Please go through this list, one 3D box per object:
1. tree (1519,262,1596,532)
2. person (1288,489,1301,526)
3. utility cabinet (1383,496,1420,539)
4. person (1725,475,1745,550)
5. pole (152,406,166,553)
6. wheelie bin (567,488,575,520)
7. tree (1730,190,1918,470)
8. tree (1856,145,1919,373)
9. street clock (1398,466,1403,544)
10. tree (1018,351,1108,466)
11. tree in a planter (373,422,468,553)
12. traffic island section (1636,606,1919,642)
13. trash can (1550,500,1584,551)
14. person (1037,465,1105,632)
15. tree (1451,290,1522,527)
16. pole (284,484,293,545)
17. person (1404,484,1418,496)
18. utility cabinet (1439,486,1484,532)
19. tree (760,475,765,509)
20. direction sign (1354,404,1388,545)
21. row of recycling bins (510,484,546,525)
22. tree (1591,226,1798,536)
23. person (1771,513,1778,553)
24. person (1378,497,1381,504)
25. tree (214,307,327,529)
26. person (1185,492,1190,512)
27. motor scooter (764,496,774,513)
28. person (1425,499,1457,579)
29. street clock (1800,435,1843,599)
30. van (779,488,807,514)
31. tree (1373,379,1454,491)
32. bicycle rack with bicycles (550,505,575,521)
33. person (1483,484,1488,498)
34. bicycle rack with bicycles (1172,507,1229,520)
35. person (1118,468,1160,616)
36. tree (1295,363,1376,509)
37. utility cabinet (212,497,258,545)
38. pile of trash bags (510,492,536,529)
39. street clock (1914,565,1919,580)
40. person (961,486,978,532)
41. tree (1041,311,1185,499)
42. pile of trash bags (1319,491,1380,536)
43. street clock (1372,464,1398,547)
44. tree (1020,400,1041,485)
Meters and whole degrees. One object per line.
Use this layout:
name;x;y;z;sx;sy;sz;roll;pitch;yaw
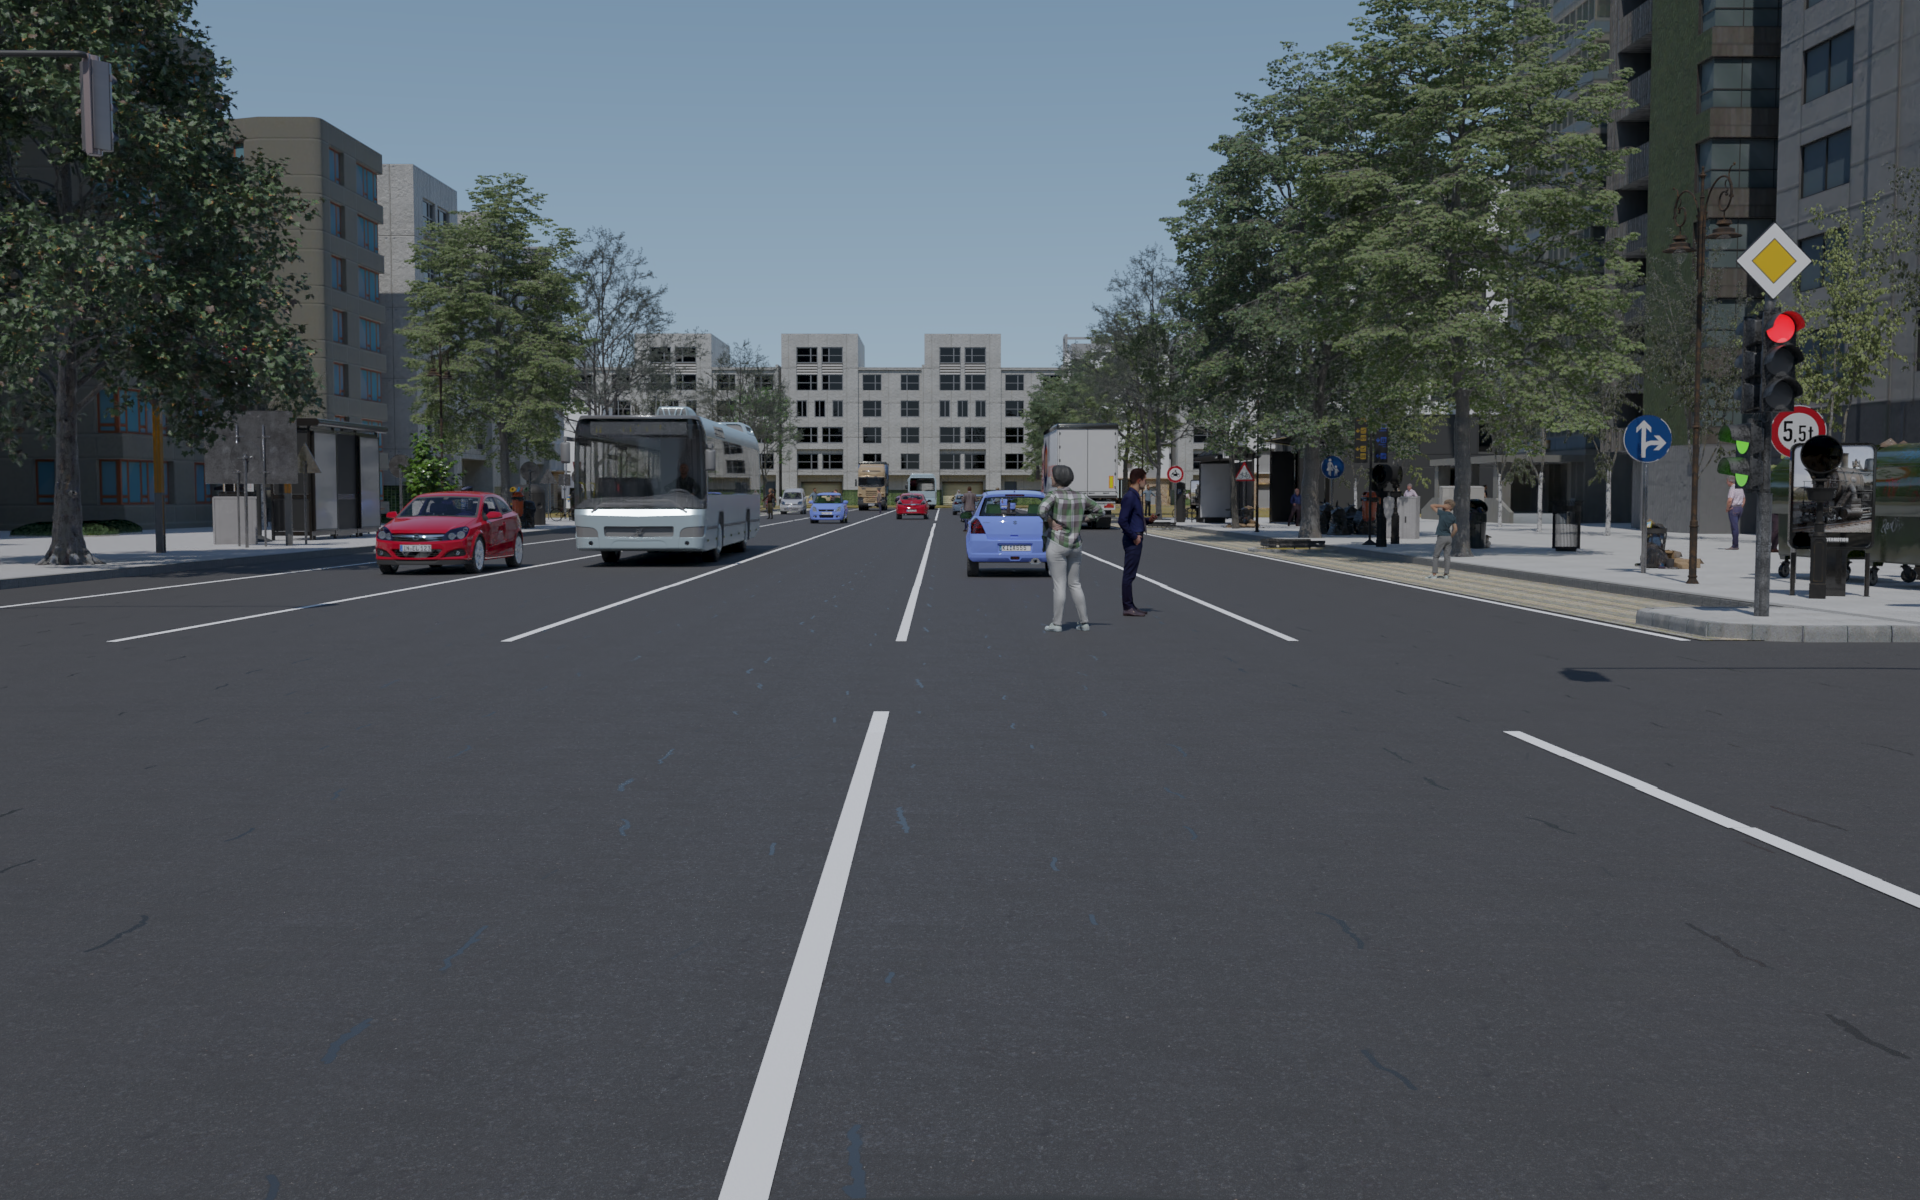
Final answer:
tree;19.630;-6.271;52.900;4.360;8.622;3.978;0;3;0
person;13.264;-3.658;68.550;0.574;1.496;0.600;1;4;11
utility cabinet;12.671;-2.361;49.768;1.020;1.237;0.306;3;4;37
person;17.724;-2.005;39.760;0.756;1.711;0.436;-2;4;-33
pole;-17.415;-2.680;37.656;0.158;3.312;0.155;0;3;0
wheelie bin;-18.721;-4.698;84.723;0.980;1.594;0.693;-1;4;-18
tree;21.509;-5.649;42.717;4.737;8.622;4.395;0;3;0
tree;19.468;-5.065;33.174;4.360;8.622;3.978;0;3;0
street clock;11.182;-2.440;44.458;0.358;2.002;0.471;2;4;30
tree;10.024;-15.216;155.432;9.857;13.997;8.962;0;3;0
tree in a planter;-13.240;-2.792;42.864;1.991;3.239;1.994;0;4;-1
traffic island section;8.438;0.250;18.189;2.009;0.180;2.903;0;4;-1
trash can;13.611;-1.665;38.868;0.748;1.137;0.748;0;3;0
person;1.102;-0.540;18.052;0.841;1.734;0.376;-2;4;-28
tree;19.497;-6.626;58.704;4.360;8.622;3.978;0;3;0
pole;-16.794;-3.023;43.275;0.158;3.312;0.155;0;3;0
person;18.716;-3.992;72.248;0.436;1.711;0.756;-2;4;-28
utility cabinet;13.913;-2.408;48.054;1.173;1.500;0.318;0;4;-3
tree;-17.655;-9.529;150.404;1.663;3.219;1.824;0;3;0
direction sign;10.315;-3.150;43.502;0.876;3.537;0.379;3;4;37
row of recycling bins;-18.164;-4.018;72.807;1.069;1.692;3.534;-2;4;-27
tree;20.421;-5.947;47.588;4.360;8.622;3.978;0;3;0
person;17.847;-1.774;37.745;0.574;1.496;0.600;-3;5;-45
person;26.008;-5.963;106.801;1.065;1.426;0.557;1;4;15
tree;-25.212;-6.860;62.520;4.360;8.622;3.978;0;3;0
person;16.534;-7.168;126.424;0.628;1.438;0.799;3;4;37
motor scooter;-14.113;-7.064;128.281;0.815;1.314;1.986;0;3;0
person;8.097;-1.023;29.136;0.435;1.345;0.340;-2;4;-24
street clock;10.527;-1.018;21.209;0.471;2.002;0.358;2;4;25
van;-11.865;-7.118;123.395;2.013;2.044;4.112;0;4;-1
tree;19.845;-7.796;77.822;4.737;8.622;4.395;0;3;0
bicycle rack with bicycles;-17.792;-4.225;82.453;2.925;0.926;2.852;0;4;1
person;29.356;-5.546;96.733;0.705;1.822;1.348;1;4;16
bicycle rack with bicycles;12.068;-4.481;86.645;2.925;0.926;2.852;1;4;12
person;2.104;-0.685;20.409;0.504;1.737;0.576;0;4;3
tree;19.406;-8.593;90.866;4.360;8.622;3.978;0;3;0
utility cabinet;-18.531;-2.025;44.274;1.020;1.237;0.306;-2;4;-32
pile of trash bags;-16.824;-3.370;64.848;1.912;1.369;3.447;-2;4;-26
street clock;14.381;-1.298;25.796;0.358;2.002;0.471;-1;4;-15
person;0.370;-3.471;66.073;0.655;1.722;0.431;0;4;6
tree;10.535;-11.499;106.128;7.486;12.596;7.792;0;3;0
pile of trash bags;12.343;-2.727;54.344;1.912;1.369;3.447;0;4;-8
street clock;10.212;-2.285;41.923;0.358;2.002;0.471;-2;4;-33
tree;9.568;-15.302;168.310;7.486;12.596;7.792;0;3;0
